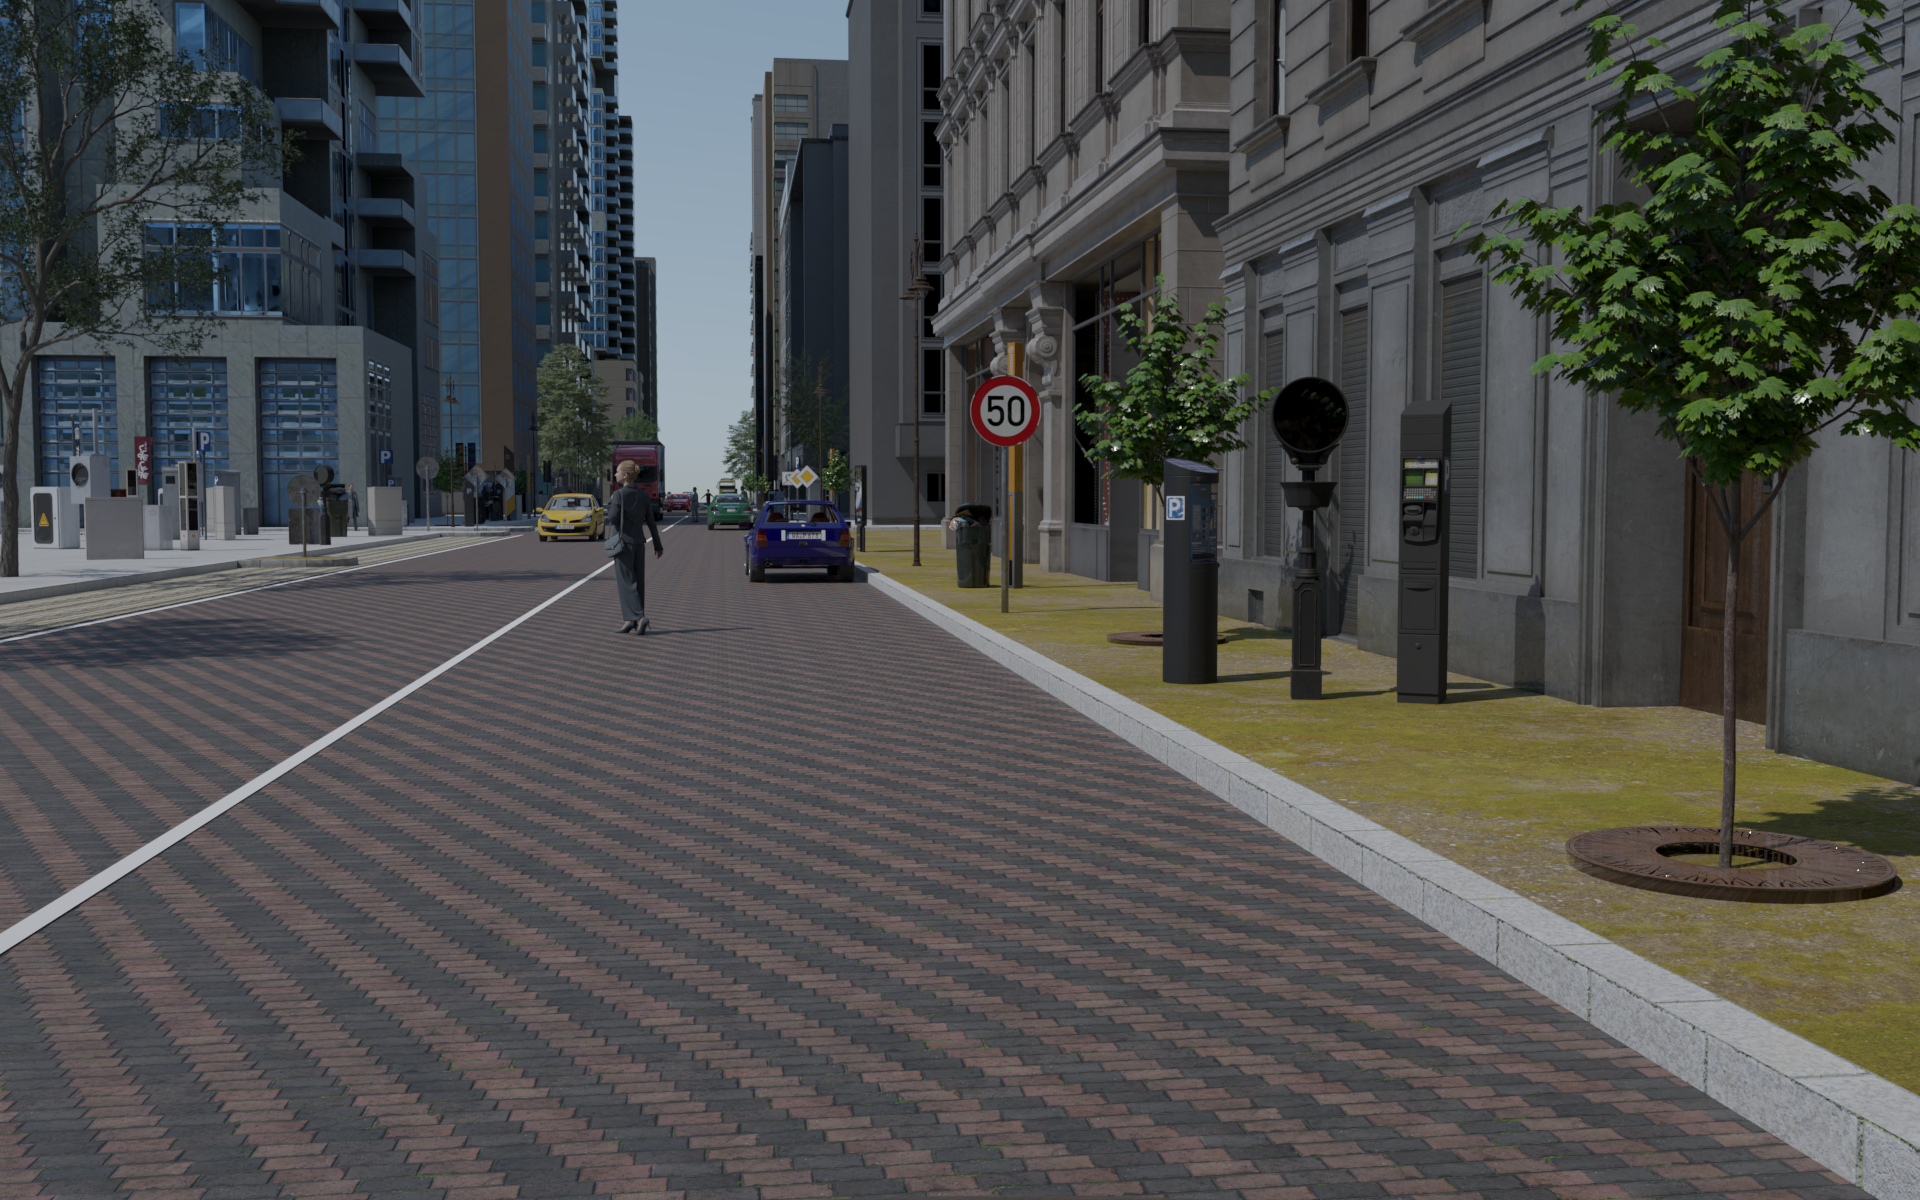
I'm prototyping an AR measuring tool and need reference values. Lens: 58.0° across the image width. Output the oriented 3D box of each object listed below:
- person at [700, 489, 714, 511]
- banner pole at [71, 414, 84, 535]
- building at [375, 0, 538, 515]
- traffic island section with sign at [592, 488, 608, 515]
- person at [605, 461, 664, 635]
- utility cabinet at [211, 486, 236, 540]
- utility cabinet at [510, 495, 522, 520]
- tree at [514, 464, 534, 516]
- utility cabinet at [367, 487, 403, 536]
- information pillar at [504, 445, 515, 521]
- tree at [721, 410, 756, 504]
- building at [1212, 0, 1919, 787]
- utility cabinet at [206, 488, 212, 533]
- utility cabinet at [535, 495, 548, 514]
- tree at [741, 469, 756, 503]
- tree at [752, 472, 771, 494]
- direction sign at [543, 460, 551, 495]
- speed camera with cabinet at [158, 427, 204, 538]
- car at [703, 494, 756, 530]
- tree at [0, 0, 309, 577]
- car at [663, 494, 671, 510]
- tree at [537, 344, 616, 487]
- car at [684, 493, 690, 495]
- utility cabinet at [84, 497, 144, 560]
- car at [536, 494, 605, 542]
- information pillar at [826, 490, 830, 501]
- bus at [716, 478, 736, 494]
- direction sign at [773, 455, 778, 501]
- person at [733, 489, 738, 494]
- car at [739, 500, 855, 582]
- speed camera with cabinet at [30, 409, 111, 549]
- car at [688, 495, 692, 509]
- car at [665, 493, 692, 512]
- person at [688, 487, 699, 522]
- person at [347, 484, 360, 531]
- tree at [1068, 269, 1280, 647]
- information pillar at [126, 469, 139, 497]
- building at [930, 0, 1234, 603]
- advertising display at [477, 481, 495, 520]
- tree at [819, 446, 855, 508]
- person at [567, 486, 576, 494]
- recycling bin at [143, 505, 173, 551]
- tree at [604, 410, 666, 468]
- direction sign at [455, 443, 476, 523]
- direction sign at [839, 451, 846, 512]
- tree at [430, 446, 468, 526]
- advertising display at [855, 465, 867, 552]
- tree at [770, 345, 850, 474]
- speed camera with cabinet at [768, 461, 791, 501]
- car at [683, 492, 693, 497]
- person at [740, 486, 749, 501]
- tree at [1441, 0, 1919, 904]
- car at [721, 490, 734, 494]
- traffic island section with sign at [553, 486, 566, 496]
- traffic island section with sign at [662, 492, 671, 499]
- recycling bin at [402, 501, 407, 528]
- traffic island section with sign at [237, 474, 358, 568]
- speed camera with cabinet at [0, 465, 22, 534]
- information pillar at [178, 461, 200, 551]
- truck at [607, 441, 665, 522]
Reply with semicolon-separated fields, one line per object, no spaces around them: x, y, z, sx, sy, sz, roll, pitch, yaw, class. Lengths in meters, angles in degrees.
-21.764;-8.659;149.705;1.348;1.869;0.705;-1;4;-20;person
-27.705;-3.934;54.331;0.401;3.779;0.863;-3;5;-43;banner pole
-34.942;-28.142;110.237;14.600;45.320;14.200;0;4;-8;building
-24.306;-6.583;116.255;1.989;1.847;2.006;0;4;-8;traffic island section with sign
-3.326;-0.538;17.725;0.534;1.772;0.576;1;4;17;person
-20.466;-2.419;48.230;0.318;1.500;1.173;-2;4;-35;utility cabinet
-21.729;-4.499;84.722;0.306;1.237;1.020;-2;4;-31;utility cabinet
-25.316;-6.470;100.385;1.663;3.219;1.824;0;3;0;tree
-17.508;-2.693;52.715;0.318;1.500;1.173;2;4;23;utility cabinet
-21.568;-5.597;82.858;0.504;3.616;0.183;-2;4;-35;information pillar
-28.479;-19.353;234.546;7.486;12.596;7.792;0;3;0;tree
8.569;-9.811;9.559;9.793;20.994;18.267;0;4;-8;building
-24.277;-2.954;56.979;0.318;1.500;1.173;1;4;15;utility cabinet
-26.512;-6.030;109.747;0.306;1.237;1.020;2;4;25;utility cabinet
-27.291;-14.905;227.410;4.285;4.588;4.351;0;3;0;tree
-17.016;-9.450;149.113;1.663;3.219;1.824;0;3;0;tree
-27.855;-7.642;116.951;0.379;3.537;0.876;1;4;22;direction sign
-23.135;-3.489;51.380;0.660;3.252;2.038;-3;5;-45;speed camera with cabinet
-9.314;-3.569;70.145;2.131;1.459;4.920;-1;4;-9;car
-14.587;-5.615;26.225;8.767;10.594;7.601;-2;4;-31;tree
-25.925;-8.897;155.684;2.015;1.641;3.980;-1;4;-10;car
-29.961;-13.026;131.100;7.486;12.596;7.792;0;3;0;tree
-31.034;-11.375;195.579;1.945;1.707;3.694;0;4;-7;car
-16.610;-1.397;34.011;1.020;1.237;0.306;-2;4;-31;utility cabinet
-11.937;-2.637;53.337;2.015;1.641;3.980;0;4;-6;car
-6.353;-4.896;84.537;0.304;2.012;0.304;3;5;44;information pillar
-36.158;-16.913;268.066;2.896;3.916;12.252;-1;4;-9;bus
-10.672;-6.625;100.316;0.379;3.537;0.876;-1;4;-21;direction sign
-16.915;-7.497;130.887;0.447;1.846;0.655;-1;4;-15;person
-2.779;-1.035;29.508;1.945;1.354;3.894;-1;4;-9;car
-20.704;-2.809;40.264;2.038;3.252;0.660;2;4;25;speed camera with cabinet
-26.062;-9.261;163.777;2.083;1.381;4.827;-1;4;-9;car
-22.430;-7.904;138.270;2.155;1.783;4.494;0;4;-6;car
-13.548;-4.852;88.034;0.583;1.804;0.606;-1;4;-10;person
-22.475;-3.383;63.921;0.767;1.812;0.694;3;4;38;person
1.751;-1.254;15.104;1.663;3.219;1.824;0;3;0;tree
-24.224;-2.828;50.733;0.304;2.012;0.304;-1;4;-21;information pillar
4.128;-11.546;39.679;10.553;20.767;40.483;0;4;-8;building
-23.433;-4.919;85.643;0.974;1.923;0.123;2;4;24;advertising display
-4.738;-4.521;68.518;1.663;3.219;1.824;0;3;0;tree
-18.973;-4.658;84.637;0.580;1.828;0.573;2;4;28;person
-18.489;-1.653;39.582;0.722;1.027;0.722;0;4;-4;recycling bin
-40.517;-17.743;215.850;9.928;11.665;9.643;0;3;0;tree
-21.745;-5.154;76.268;0.876;3.537;0.379;0;4;-1;direction sign
-6.413;-6.114;91.959;0.876;3.537;0.379;-2;4;-32;direction sign
-20.495;-4.590;69.649;1.663;3.219;1.824;0;3;0;tree
-2.205;-2.036;38.497;0.123;1.923;0.974;-1;4;-13;advertising display
-7.400;-8.343;86.768;4.737;8.622;4.395;0;3;0;tree
-10.866;-6.753;104.745;0.660;3.252;2.038;-2;4;-35;speed camera with cabinet
-39.965;-15.026;254.352;2.281;1.827;5.304;0;4;-7;car
-10.599;-4.677;84.878;0.656;1.842;0.836;1;4;20;person
2.723;-0.681;5.740;1.663;3.219;1.824;0;3;0;tree
-23.689;-10.360;178.063;2.281;1.827;5.304;0;4;-6;car
-20.647;-4.949;89.549;1.989;1.847;2.006;0;4;-8;traffic island section with sign
-45.985;-16.260;274.484;1.989;1.847;2.006;0;4;-8;traffic island section with sign
-21.654;-3.295;66.429;0.722;1.027;0.722;0;4;-4;recycling bin
-13.117;-1.580;34.468;1.989;1.847;2.006;0;4;-8;traffic island section with sign
-30.891;-3.730;55.326;2.038;3.252;0.660;2;4;27;speed camera with cabinet
-17.454;-2.124;39.213;0.304;2.012;0.304;2;4;34;information pillar
-17.296;-6.388;93.353;2.839;4.237;11.283;0;4;-8;truck
